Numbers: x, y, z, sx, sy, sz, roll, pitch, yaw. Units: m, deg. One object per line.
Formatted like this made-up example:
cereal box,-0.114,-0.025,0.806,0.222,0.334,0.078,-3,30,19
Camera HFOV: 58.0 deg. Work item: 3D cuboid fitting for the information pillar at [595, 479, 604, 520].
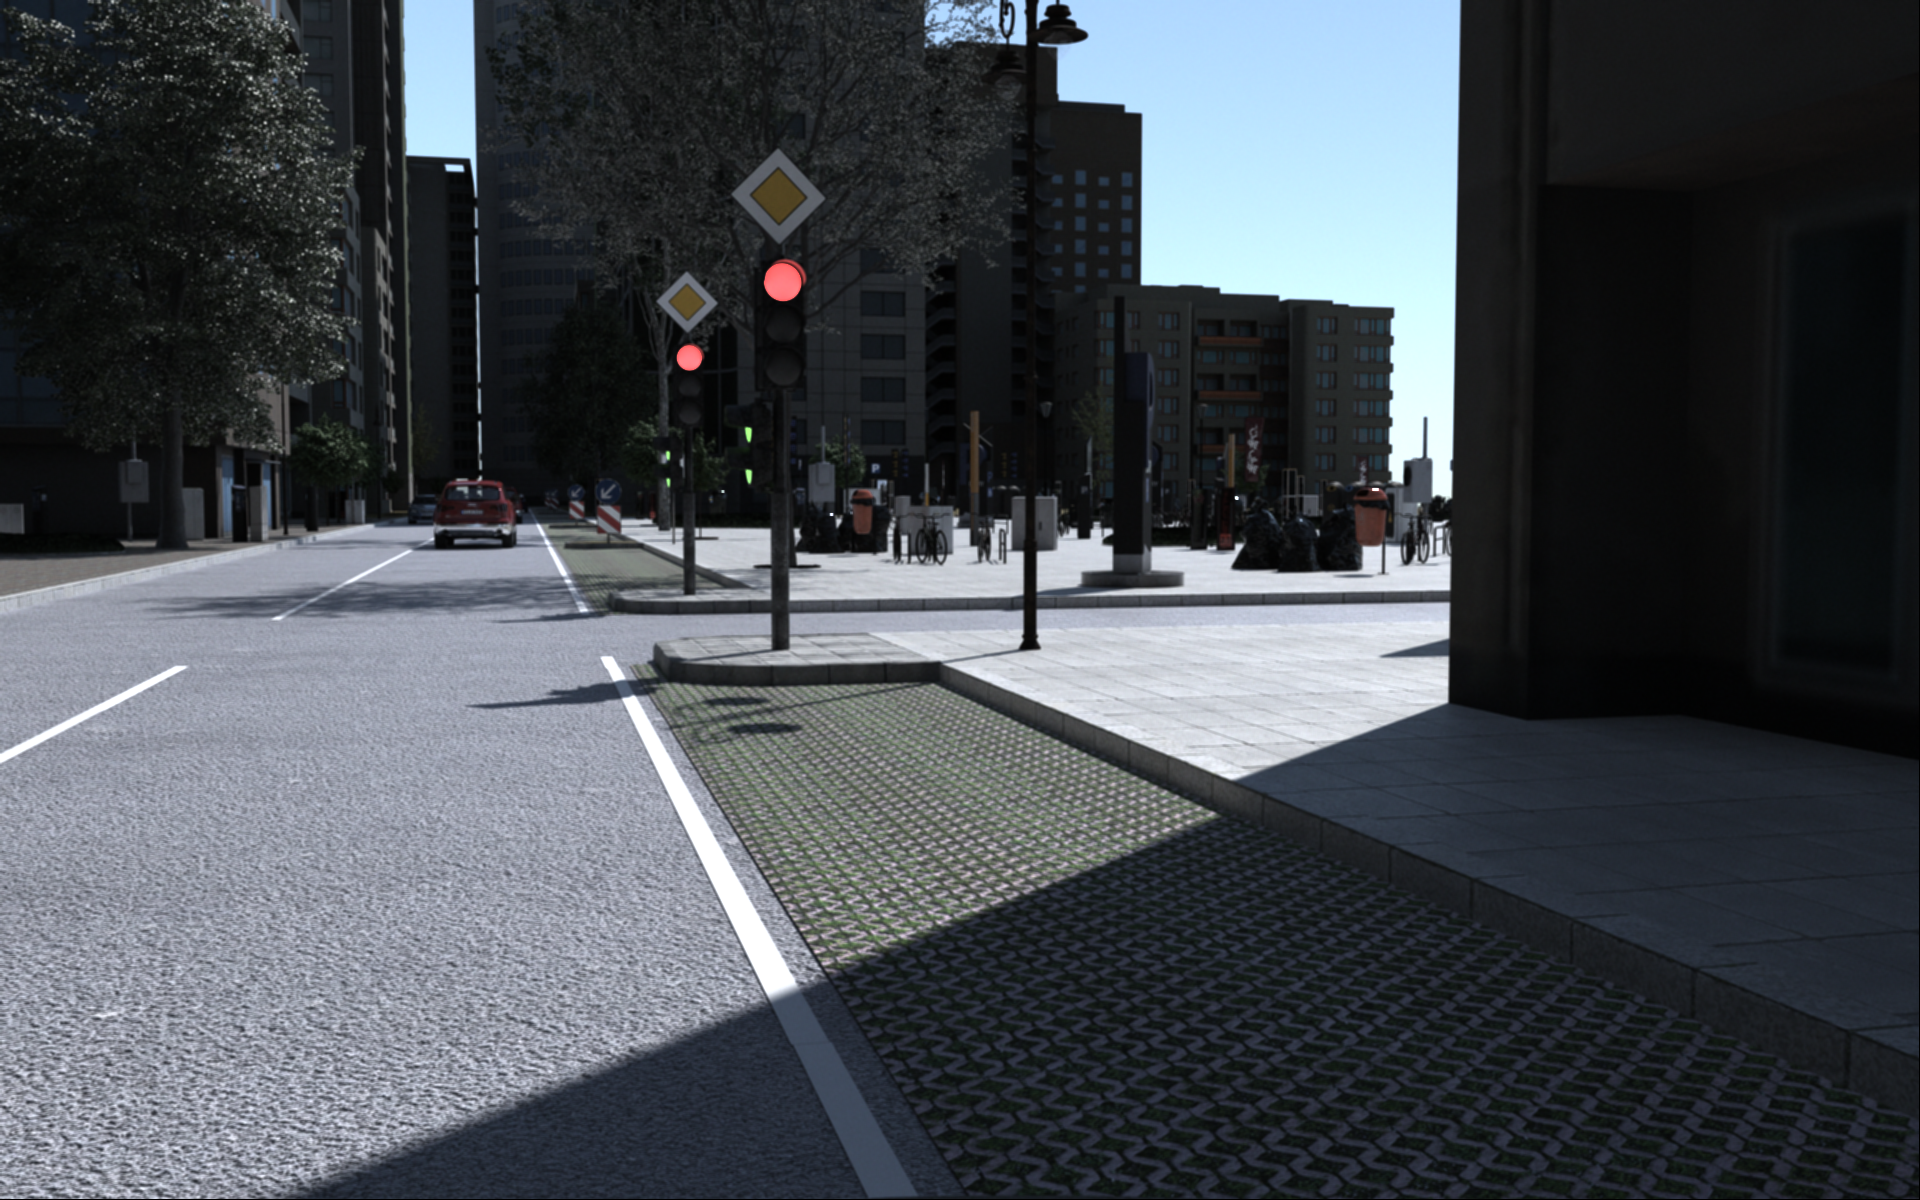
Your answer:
information pillar,-17.875,-4.985,85.989,0.304,2.012,0.304,2,4,32

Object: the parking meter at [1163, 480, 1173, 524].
parking meter,8.784,-4.124,73.131,0.399,1.863,0.255,2,4,32

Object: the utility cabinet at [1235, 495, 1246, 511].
utility cabinet,16.222,-5.486,100.862,0.306,1.237,1.020,-2,4,-33

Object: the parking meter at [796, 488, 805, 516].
parking meter,-6.424,-3.759,69.876,0.372,1.533,0.369,0,3,0

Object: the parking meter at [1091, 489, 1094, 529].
parking meter,4.684,-3.352,63.212,0.372,1.533,0.369,0,3,0

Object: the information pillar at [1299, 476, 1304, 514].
information pillar,13.671,-4.000,69.898,0.304,2.012,0.304,-2,4,-26

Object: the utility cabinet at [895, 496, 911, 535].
utility cabinet,-1.805,-2.636,54.263,0.306,1.237,1.020,-1,4,-14

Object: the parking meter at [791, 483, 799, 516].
parking meter,-8.457,-5.080,88.775,0.399,1.863,0.255,0,4,6

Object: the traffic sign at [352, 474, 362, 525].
traffic sign,-25.444,-4.434,72.605,0.768,2.556,0.104,-1,4,-9

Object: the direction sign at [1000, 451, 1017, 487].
direction sign,2.539,-6.015,90.335,0.876,3.537,0.379,0,4,8

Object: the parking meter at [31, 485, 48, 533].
parking meter,-25.084,-2.374,47.222,0.372,1.533,0.369,0,3,0

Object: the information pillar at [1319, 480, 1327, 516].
information pillar,18.750,-5.196,89.441,0.304,2.012,0.304,-1,4,-9

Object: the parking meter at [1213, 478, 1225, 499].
parking meter,9.433,-3.500,62.935,0.255,1.863,0.399,-1,4,-16

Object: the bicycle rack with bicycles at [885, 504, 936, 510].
bicycle rack with bicycles,-2.012,-3.000,62.431,2.852,0.926,2.925,1,4,17

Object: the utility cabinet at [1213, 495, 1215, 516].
utility cabinet,12.983,-4.722,88.368,1.020,1.237,0.306,0,4,5

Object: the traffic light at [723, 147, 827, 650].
traffic light,-1.500,-1.545,14.186,0.839,4.253,0.868,-1,4,-14

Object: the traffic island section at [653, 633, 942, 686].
traffic island section,-1.459,0.488,14.310,2.009,0.180,2.903,-1,4,-14

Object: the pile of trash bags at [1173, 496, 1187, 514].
pile of trash bags,12.948,-5.466,99.113,1.912,1.369,3.447,2,4,24

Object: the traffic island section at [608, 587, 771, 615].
traffic island section,-3.418,0.014,22.052,2.009,0.180,2.903,-1,4,-14

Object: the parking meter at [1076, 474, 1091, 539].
parking meter,3.544,-2.692,49.729,0.399,1.863,0.255,0,4,-2

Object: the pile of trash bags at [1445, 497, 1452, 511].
pile of trash bags,25.375,-5.149,93.936,3.447,1.369,1.912,3,4,36

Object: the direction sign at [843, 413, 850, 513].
direction sign,-3.189,-3.473,48.788,0.379,3.537,0.876,0,4,7

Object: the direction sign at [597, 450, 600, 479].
direction sign,-18.437,-5.900,88.454,0.379,3.537,0.876,0,4,-5

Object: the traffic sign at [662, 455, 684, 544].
traffic sign,-7.326,-2.577,44.261,0.606,2.300,0.079,-1,4,-8

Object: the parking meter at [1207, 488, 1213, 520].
parking meter,13.739,-5.353,95.934,0.372,1.533,0.369,0,3,0

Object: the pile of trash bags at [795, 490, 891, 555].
pile of trash bags,-2.430,-1.713,37.752,1.912,1.369,3.447,-1,4,-17

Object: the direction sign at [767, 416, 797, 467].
direction sign,-5.150,-3.554,50.108,0.876,3.537,0.379,-1,4,-15

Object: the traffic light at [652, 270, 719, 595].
traffic light,-3.460,-2.019,21.928,0.839,4.253,0.868,-1,4,-14

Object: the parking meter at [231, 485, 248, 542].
parking meter,-19.272,-2.319,46.321,0.372,1.533,0.369,0,3,0

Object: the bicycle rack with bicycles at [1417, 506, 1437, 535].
bicycle rack with bicycles,13.830,-2.506,54.359,2.852,0.926,2.925,3,4,37

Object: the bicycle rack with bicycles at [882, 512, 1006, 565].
bicycle rack with bicycles,-0.203,-1.177,32.631,2.852,0.926,2.925,0,4,0

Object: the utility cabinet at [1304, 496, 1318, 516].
utility cabinet,14.505,-3.767,72.744,1.020,1.237,0.306,1,4,18

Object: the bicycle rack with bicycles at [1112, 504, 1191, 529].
bicycle rack with bicycles,6.778,-3.025,62.845,2.852,0.926,2.925,-2,4,-30

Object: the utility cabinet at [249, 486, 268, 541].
utility cabinet,-18.940,-2.328,46.747,0.318,1.500,1.173,-1,4,-15

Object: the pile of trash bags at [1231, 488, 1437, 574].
pile of trash bags,6.049,-1.174,28.952,1.912,1.369,3.447,-1,4,-22

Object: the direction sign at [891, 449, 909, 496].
direction sign,-3.013,-5.815,87.076,0.876,3.537,0.379,1,4,12

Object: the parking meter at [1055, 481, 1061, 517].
parking meter,4.400,-4.408,77.777,0.255,1.863,0.399,1,4,10

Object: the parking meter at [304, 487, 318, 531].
parking meter,-24.523,-3.479,65.287,0.372,1.533,0.369,0,3,0

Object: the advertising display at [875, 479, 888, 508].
advertising display,-3.410,-4.269,75.018,0.123,1.923,0.974,2,4,26

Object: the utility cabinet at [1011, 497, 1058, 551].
utility cabinet,1.698,-1.738,39.580,1.020,1.237,0.306,1,4,21

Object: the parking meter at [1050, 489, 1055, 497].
parking meter,4.804,-4.944,89.241,0.372,1.533,0.369,0,3,0
